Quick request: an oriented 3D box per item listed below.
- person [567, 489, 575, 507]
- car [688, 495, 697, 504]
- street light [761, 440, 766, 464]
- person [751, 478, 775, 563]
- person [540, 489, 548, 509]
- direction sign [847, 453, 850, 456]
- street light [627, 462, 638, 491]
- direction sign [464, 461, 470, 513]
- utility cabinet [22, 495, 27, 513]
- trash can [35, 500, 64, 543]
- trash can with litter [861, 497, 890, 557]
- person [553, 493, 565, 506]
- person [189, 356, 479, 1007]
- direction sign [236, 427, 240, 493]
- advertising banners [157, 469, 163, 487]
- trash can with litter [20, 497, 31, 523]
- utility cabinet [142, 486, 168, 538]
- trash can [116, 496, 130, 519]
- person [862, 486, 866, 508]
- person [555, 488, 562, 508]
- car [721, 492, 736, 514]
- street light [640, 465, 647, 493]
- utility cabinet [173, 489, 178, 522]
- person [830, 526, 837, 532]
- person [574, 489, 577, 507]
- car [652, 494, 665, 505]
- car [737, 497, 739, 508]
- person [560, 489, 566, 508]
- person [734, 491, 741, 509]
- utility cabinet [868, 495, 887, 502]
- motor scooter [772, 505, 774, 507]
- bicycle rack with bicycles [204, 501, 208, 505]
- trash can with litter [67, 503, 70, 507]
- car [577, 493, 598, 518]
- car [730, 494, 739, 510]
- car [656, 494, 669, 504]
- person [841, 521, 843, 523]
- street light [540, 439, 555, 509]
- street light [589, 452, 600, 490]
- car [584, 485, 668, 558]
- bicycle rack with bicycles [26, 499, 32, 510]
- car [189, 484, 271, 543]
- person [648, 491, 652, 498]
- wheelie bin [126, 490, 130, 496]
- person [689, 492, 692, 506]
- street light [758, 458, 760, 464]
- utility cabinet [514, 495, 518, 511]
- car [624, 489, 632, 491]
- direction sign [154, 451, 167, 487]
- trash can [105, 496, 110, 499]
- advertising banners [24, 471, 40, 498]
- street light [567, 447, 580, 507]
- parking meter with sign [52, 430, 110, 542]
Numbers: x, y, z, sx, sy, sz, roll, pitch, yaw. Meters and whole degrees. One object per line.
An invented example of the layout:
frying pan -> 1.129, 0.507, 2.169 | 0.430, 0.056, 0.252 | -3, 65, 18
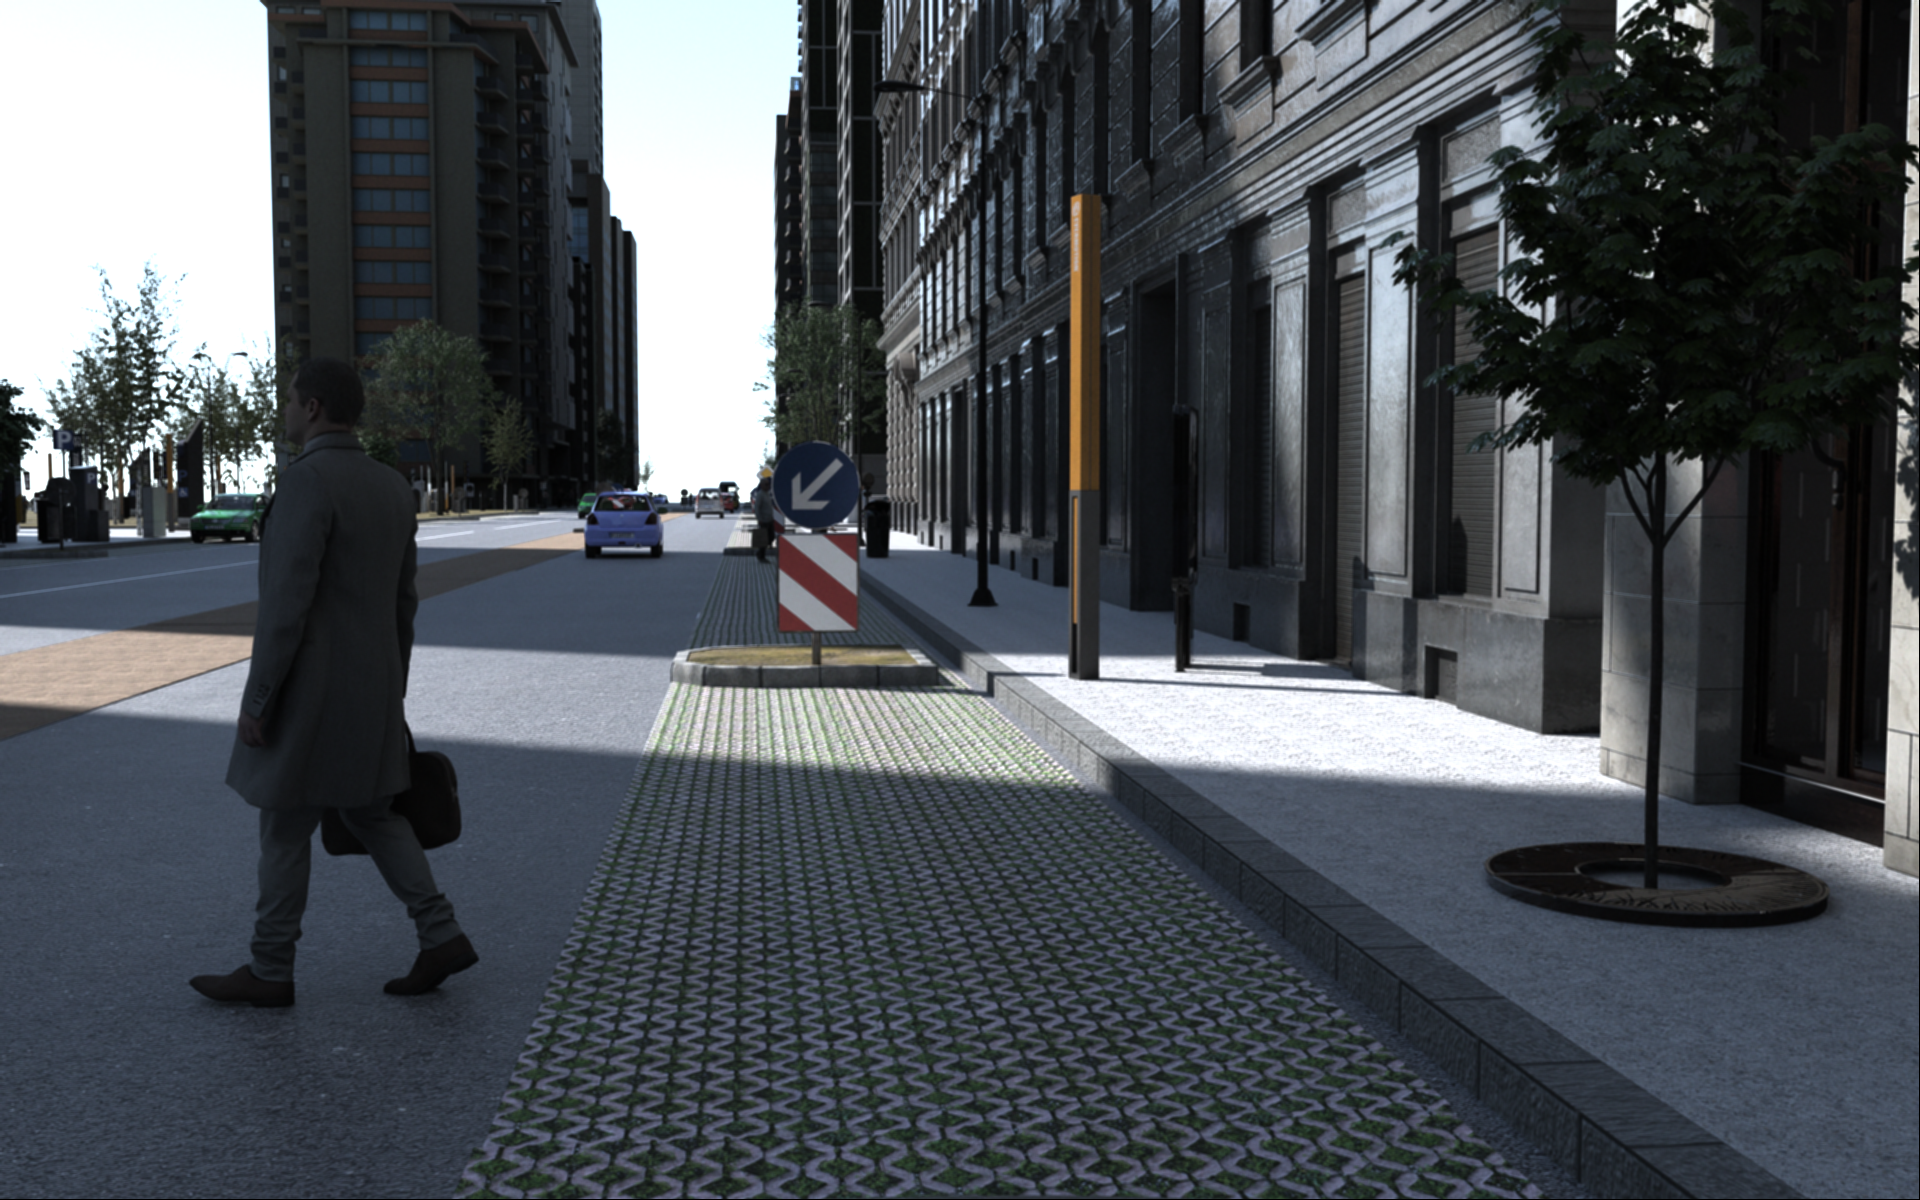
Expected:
person -> -39.454, -10.332, 175.508 | 0.617, 1.759, 0.750 | 1, 4, 14
car -> -37.362, -14.121, 243.232 | 2.083, 1.381, 4.827 | 0, 4, -6
street light -> -17.016, -11.276, 156.908 | 1.470, 5.913, 1.316 | 0, 4, -7
person -> -4.075, -1.623, 35.520 | 0.515, 1.767, 0.782 | 1, 4, 15
person -> -36.098, -8.782, 150.341 | 1.217, 1.736, 0.721 | 3, 5, 42
direction sign -> -6.539, -6.366, 96.089 | 0.876, 3.537, 0.379 | 1, 4, 10
street light -> -47.853, -17.104, 252.198 | 1.470, 5.913, 1.316 | 0, 4, -7
direction sign -> -33.784, -7.742, 118.579 | 0.379, 3.537, 0.876 | 0, 4, 5
utility cabinet -> -63.703, -6.485, 117.196 | 1.020, 1.237, 0.306 | 1, 4, 11
trash can -> -23.784, -2.057, 45.287 | 0.748, 1.137, 0.748 | 0, 3, 0
trash can with litter -> -1.755, -1.455, 35.179 | 0.624, 1.170, 1.055 | -1, 4, -11
person -> -38.094, -9.647, 164.598 | 1.217, 1.723, 0.721 | 0, 4, 0
person -> -1.780, 0.227, 4.883 | 0.767, 1.812, 0.694 | 1, 4, 12
direction sign -> -24.500, -4.085, 58.789 | 0.379, 3.537, 0.876 | -2, 4, -24
advertising banners -> -51.016, -7.073, 111.830 | 2.074, 3.025, 0.090 | 1, 4, 14
trash can with litter -> -41.215, -3.938, 75.769 | 0.624, 1.170, 1.055 | 0, 4, 1
utility cabinet -> -23.648, -2.576, 50.797 | 0.318, 1.500, 1.173 | 0, 4, -8
trash can -> -43.449, -4.789, 89.951 | 0.748, 1.137, 0.748 | 0, 3, 0
person -> -4.968, -4.982, 87.586 | 0.616, 1.811, 0.778 | -1, 4, -12
person -> -36.980, -9.389, 159.692 | 0.705, 1.807, 1.348 | 1, 4, 8
car -> -17.727, -7.317, 128.672 | 2.155, 1.783, 4.494 | -1, 4, -8
street light -> -50.548, -18.472, 274.555 | 1.470, 5.913, 1.316 | 0, 4, -7
utility cabinet -> -35.250, -4.256, 78.259 | 1.173, 1.500, 0.318 | -1, 4, -9
person -> -4.523, -3.222, 58.602 | 0.818, 1.842, 0.514 | 2, 4, 28
person -> -39.524, -10.508, 177.872 | 0.705, 1.821, 1.348 | 0, 4, 8
car -> -41.494, -14.001, 238.513 | 1.945, 1.707, 3.694 | -1, 4, -8
car -> -24.367, -10.714, 183.969 | 1.959, 1.807, 4.718 | -1, 4, -8
person -> -37.604, -9.577, 163.149 | 1.217, 1.766, 0.721 | 1, 4, 19
person -> -22.056, -9.825, 169.849 | 1.217, 1.736, 0.721 | -2, 4, -33
utility cabinet -> -3.984, -4.469, 84.228 | 1.020, 1.237, 0.306 | 0, 4, 0
motor scooter -> -10.880, -5.267, 98.892 | 0.815, 1.314, 1.986 | 0, 4, -7
bicycle rack with bicycles -> -55.708, -6.947, 126.963 | 2.925, 0.926, 2.852 | 0, 4, 7
trash can with litter -> -29.590, -2.883, 58.527 | 1.055, 1.170, 0.624 | -2, 4, -34
car -> -21.763, -5.776, 103.231 | 1.959, 1.807, 4.718 | -1, 4, -8
car -> -20.951, -8.939, 156.369 | 2.015, 1.641, 3.980 | -1, 4, -9
car -> -44.756, -15.321, 260.284 | 2.009, 1.686, 4.222 | 0, 4, -6
person -> -4.962, -4.291, 76.421 | 0.699, 1.804, 1.509 | -2, 4, -29
street light -> -35.020, -10.673, 147.047 | 1.470, 5.913, 1.316 | 0, 4, -7
street light -> -40.505, -13.407, 191.751 | 1.470, 5.913, 1.316 | 0, 4, -7
car -> -7.772, -1.872, 40.198 | 1.945, 1.707, 3.694 | -1, 4, -9
bicycle rack with bicycles -> -73.397, -7.457, 135.299 | 2.925, 0.926, 2.852 | 3, 5, 40
car -> -21.733, -2.652, 52.163 | 1.959, 1.807, 4.718 | 0, 4, -6
person -> -35.455, -11.554, 197.853 | 0.568, 1.767, 0.683 | 1, 4, 12
wheelie bin -> -59.719, -7.166, 125.068 | 0.980, 1.594, 0.693 | 1, 4, 17
person -> -32.267, -12.100, 207.043 | 0.721, 1.735, 1.217 | -2, 4, -33
street light -> -22.427, -14.011, 201.621 | 1.470, 5.913, 1.316 | 0, 4, -7
utility cabinet -> -32.918, -7.172, 128.419 | 0.306, 1.237, 1.020 | -1, 4, -16
car -> -23.767, -6.871, 121.016 | 2.281, 1.827, 5.304 | 0, 4, -6
direction sign -> -42.105, -6.076, 91.342 | 0.876, 3.537, 0.379 | 1, 4, 9
trash can -> -54.910, -6.081, 111.083 | 0.748, 1.137, 0.748 | 0, 3, 0
advertising banners -> -70.655, -8.349, 132.696 | 2.074, 3.025, 0.090 | -1, 4, -10
street light -> -37.798, -12.040, 169.395 | 1.470, 5.913, 1.316 | 0, 4, -7
parking meter with sign -> -23.595, -3.080, 46.614 | 1.738, 3.016, 0.543 | 2, 4, 30
